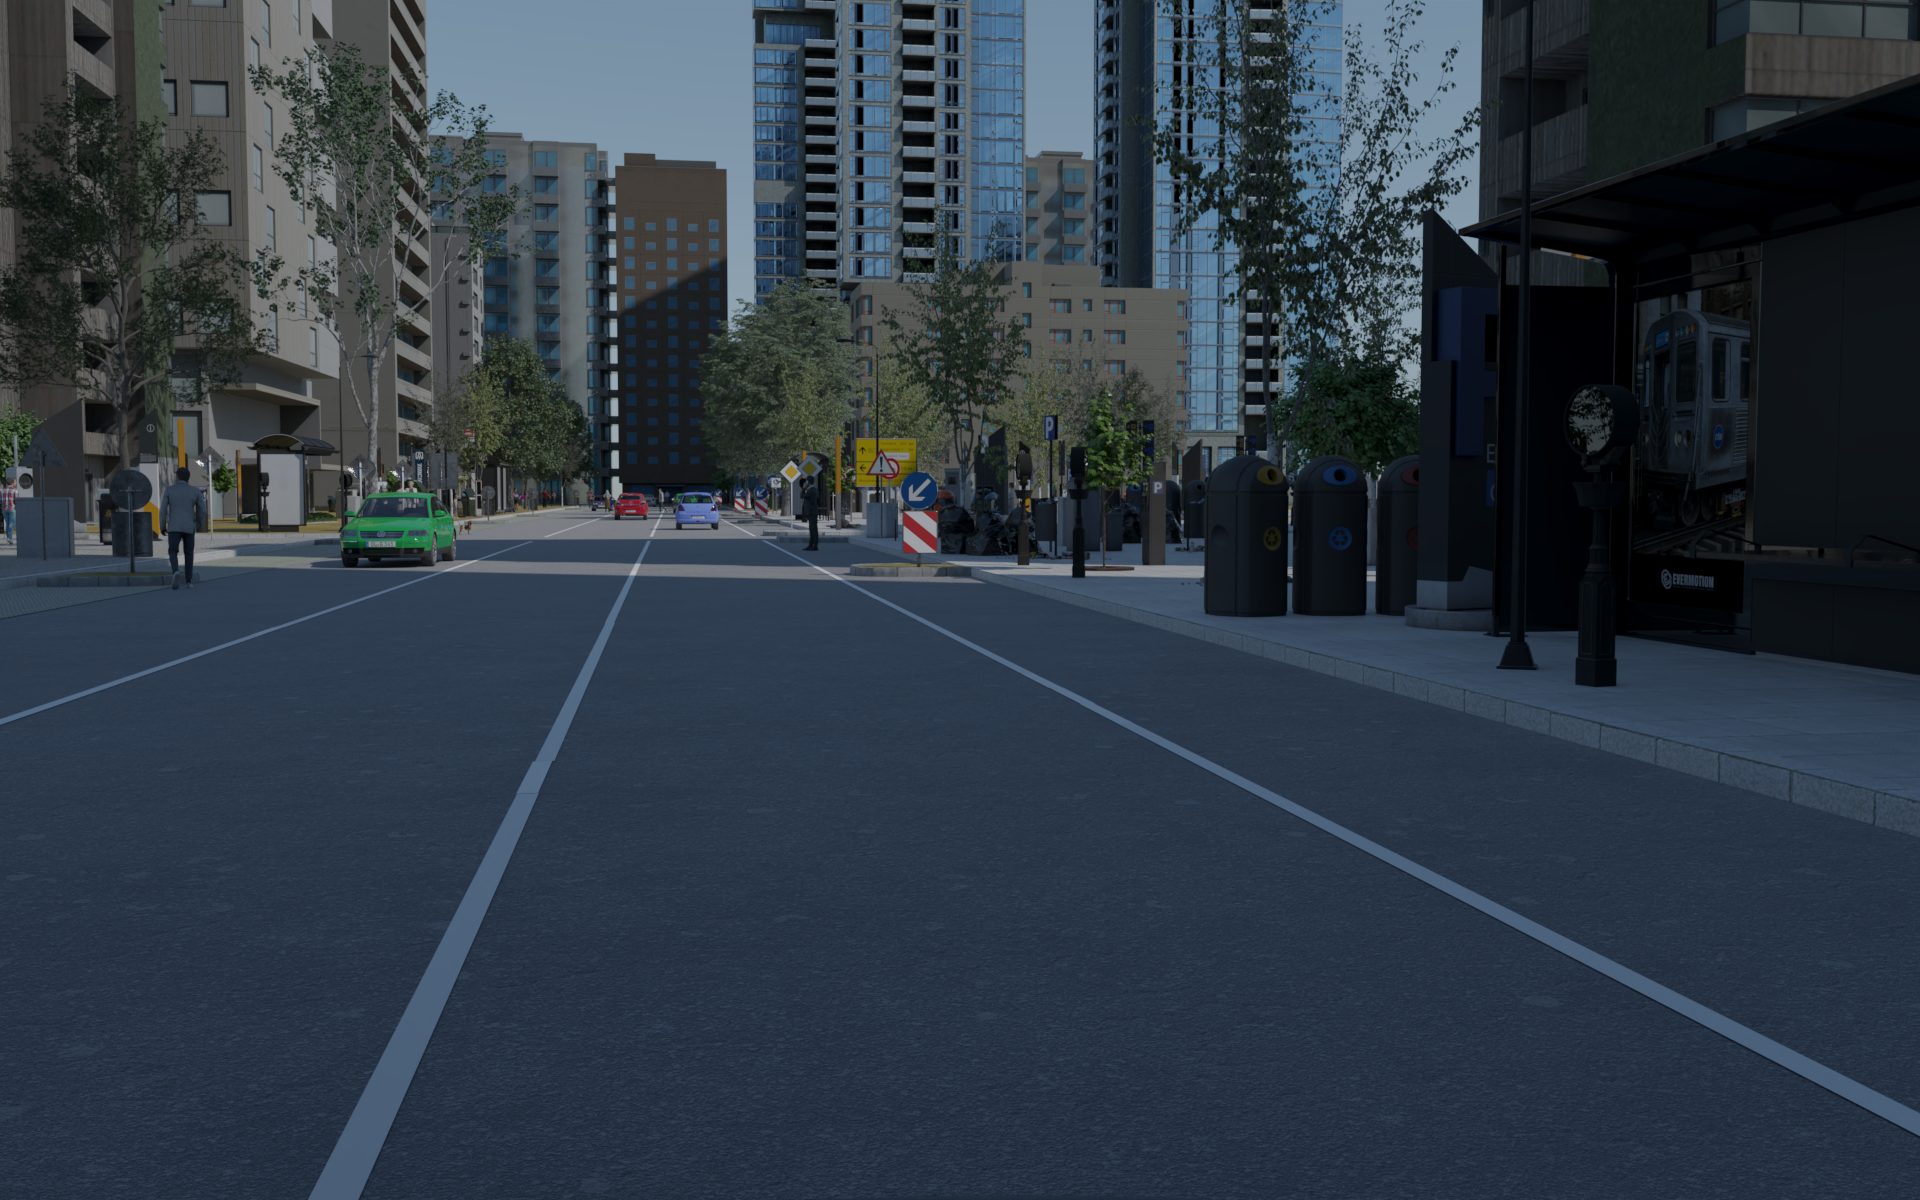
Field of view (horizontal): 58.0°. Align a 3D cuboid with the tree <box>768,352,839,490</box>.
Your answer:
[{"bbox_3d":[-8.202,-8.568,90.455,4.737,8.622,4.395,0,3,0],"label":"tree"}]

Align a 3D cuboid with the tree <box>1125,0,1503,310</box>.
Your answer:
[{"bbox_3d":[4.089,-4.332,21.196,4.360,8.622,3.978,0,3,0],"label":"tree"}]

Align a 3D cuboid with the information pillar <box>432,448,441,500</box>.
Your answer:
[{"bbox_3d":[-26.762,-5.945,88.552,0.504,3.616,0.183,1,4,10],"label":"information pillar"}]

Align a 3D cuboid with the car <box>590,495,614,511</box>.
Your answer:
[{"bbox_3d":[-30.010,-8.125,145.418,1.945,1.354,3.894,-1,4,-9],"label":"car"}]

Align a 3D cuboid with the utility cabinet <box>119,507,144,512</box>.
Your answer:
[{"bbox_3d":[-16.946,-1.638,35.468,0.318,1.500,1.173,-1,4,-17],"label":"utility cabinet"}]

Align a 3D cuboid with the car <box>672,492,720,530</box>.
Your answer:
[{"bbox_3d":[-10.722,-3.725,70.492,1.945,1.707,3.694,-1,4,-10],"label":"car"}]

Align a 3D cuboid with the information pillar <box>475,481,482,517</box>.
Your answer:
[{"bbox_3d":[-26.502,-5.556,95.335,0.304,2.012,0.304,-2,4,-27],"label":"information pillar"}]

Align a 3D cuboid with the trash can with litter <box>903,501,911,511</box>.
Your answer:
[{"bbox_3d":[-3.044,-5.625,103.358,0.624,1.170,1.055,0,4,2],"label":"trash can with litter"}]

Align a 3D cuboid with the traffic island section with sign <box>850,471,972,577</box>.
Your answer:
[{"bbox_3d":[-0.935,-1.362,30.889,1.989,1.847,2.006,-1,4,-9],"label":"traffic island section with sign"}]

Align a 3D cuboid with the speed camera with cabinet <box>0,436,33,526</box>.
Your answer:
[{"bbox_3d":[-32.148,-3.902,58.129,0.660,3.252,2.038,2,4,24],"label":"speed camera with cabinet"}]

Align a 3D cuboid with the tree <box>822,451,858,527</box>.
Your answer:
[{"bbox_3d":[-4.834,-4.476,67.778,1.663,3.219,1.824,0,3,0],"label":"tree"}]

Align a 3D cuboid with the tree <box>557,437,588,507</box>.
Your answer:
[{"bbox_3d":[-40.305,-13.815,176.232,4.360,8.622,3.978,0,3,0],"label":"tree"}]

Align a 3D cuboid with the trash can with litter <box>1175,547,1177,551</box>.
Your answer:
[{"bbox_3d":[5.701,-1.704,38.924,2.233,1.210,1.678,-2,4,-30],"label":"trash can with litter"}]

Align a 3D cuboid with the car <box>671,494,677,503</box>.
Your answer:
[{"bbox_3d":[-28.447,-10.275,177.040,2.155,1.783,4.494,0,4,-8],"label":"car"}]

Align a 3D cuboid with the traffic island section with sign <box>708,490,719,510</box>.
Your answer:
[{"bbox_3d":[-22.517,-9.290,160.518,1.989,1.847,2.006,-1,4,-9],"label":"traffic island section with sign"}]

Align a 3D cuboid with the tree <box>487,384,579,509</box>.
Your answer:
[{"bbox_3d":[-36.358,-12.856,144.604,8.767,10.594,7.601,-1,4,-23],"label":"tree"}]

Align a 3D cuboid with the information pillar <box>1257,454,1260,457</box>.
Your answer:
[{"bbox_3d":[17.336,-6.738,101.519,0.183,3.616,0.504,-3,5,-43],"label":"information pillar"}]

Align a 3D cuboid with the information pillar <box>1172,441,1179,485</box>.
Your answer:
[{"bbox_3d":[9.476,-5.198,76.334,0.183,3.616,0.504,-1,4,-22],"label":"information pillar"}]

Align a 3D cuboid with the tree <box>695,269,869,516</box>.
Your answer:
[{"bbox_3d":[-10.050,-11.781,99.272,9.857,13.997,8.962,0,3,0],"label":"tree"}]

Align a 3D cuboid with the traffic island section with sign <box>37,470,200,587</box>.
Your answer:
[{"bbox_3d":[-13.275,-1.155,27.515,1.989,1.847,2.006,-1,4,-9],"label":"traffic island section with sign"}]

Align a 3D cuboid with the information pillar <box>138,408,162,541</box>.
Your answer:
[{"bbox_3d":[-22.044,-3.411,47.122,0.504,3.616,0.183,0,4,-1],"label":"information pillar"}]

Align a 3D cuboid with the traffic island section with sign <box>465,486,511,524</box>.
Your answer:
[{"bbox_3d":[-22.402,-4.508,82.332,1.989,1.847,2.006,-1,4,-9],"label":"traffic island section with sign"}]

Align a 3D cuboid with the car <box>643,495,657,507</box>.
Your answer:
[{"bbox_3d":[-34.532,-10.946,191.322,2.083,1.381,4.827,-1,4,-9],"label":"car"}]

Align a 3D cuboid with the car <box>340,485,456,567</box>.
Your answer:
[{"bbox_3d":[-11.462,-1.632,35.484,1.959,1.807,4.718,-1,4,-9],"label":"car"}]

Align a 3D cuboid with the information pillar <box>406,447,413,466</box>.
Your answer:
[{"bbox_3d":[-27.478,-5.838,86.806,0.504,3.616,0.183,-1,4,-16],"label":"information pillar"}]

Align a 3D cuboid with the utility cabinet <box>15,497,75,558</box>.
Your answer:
[{"bbox_3d":[-18.518,-1.462,35.064,1.020,1.237,0.306,-1,4,-8],"label":"utility cabinet"}]

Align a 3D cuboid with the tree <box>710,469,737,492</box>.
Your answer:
[{"bbox_3d":[-28.301,-13.672,207.246,4.285,4.588,4.351,0,3,0],"label":"tree"}]

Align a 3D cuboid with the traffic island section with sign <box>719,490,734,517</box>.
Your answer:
[{"bbox_3d":[-14.276,-6.261,110.996,1.989,1.847,2.006,-1,4,-9],"label":"traffic island section with sign"}]

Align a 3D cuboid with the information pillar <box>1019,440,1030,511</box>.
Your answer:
[{"bbox_3d":[2.768,-5.107,74.859,0.504,3.616,0.183,0,4,-7],"label":"information pillar"}]

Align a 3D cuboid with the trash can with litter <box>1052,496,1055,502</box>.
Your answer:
[{"bbox_3d":[6.869,-7.359,131.699,0.624,1.170,1.055,0,4,-2],"label":"trash can with litter"}]

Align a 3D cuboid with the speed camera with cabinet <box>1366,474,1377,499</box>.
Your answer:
[{"bbox_3d":[20.566,-5.511,84.440,2.038,3.252,0.660,3,4,36],"label":"speed camera with cabinet"}]

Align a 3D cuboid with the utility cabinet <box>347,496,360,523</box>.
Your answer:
[{"bbox_3d":[-21.118,-3.016,60.477,0.306,1.237,1.020,0,4,-6],"label":"utility cabinet"}]

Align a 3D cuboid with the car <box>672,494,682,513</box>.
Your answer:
[{"bbox_3d":[-20.689,-7.436,130.370,1.959,1.807,4.718,-1,4,-11],"label":"car"}]

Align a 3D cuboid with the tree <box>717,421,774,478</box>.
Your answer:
[{"bbox_3d":[-16.057,-12.638,141.041,8.767,10.594,7.601,0,4,6],"label":"tree"}]

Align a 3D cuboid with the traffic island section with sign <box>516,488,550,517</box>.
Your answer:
[{"bbox_3d":[-26.820,-6.134,108.924,1.989,1.847,2.006,-1,4,-9],"label":"traffic island section with sign"}]

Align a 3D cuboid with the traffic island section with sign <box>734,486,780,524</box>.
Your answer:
[{"bbox_3d":[-9.842,-4.635,84.406,1.989,1.847,2.006,-1,4,-9],"label":"traffic island section with sign"}]

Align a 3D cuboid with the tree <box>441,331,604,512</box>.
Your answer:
[{"bbox_3d":[-31.661,-12.509,121.528,9.611,12.733,9.660,0,3,0],"label":"tree"}]

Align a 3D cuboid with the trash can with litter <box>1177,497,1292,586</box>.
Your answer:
[{"bbox_3d":[4.332,-0.838,24.753,2.233,1.210,1.678,1,4,12],"label":"trash can with litter"}]

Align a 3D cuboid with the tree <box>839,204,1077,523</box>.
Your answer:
[{"bbox_3d":[0.030,-5.713,43.777,4.737,8.622,4.395,0,3,0],"label":"tree"}]

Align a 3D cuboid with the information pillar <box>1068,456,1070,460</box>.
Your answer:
[{"bbox_3d":[6.063,-6.338,94.973,0.183,3.616,0.504,2,4,26],"label":"information pillar"}]

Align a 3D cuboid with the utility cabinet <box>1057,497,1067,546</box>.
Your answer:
[{"bbox_3d":[2.918,-1.941,42.900,1.020,1.237,0.306,-2,4,-28],"label":"utility cabinet"}]

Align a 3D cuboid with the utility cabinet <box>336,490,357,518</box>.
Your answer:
[{"bbox_3d":[-31.714,-4.944,89.510,1.173,1.500,0.318,2,4,26],"label":"utility cabinet"}]

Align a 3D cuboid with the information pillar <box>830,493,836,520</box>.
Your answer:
[{"bbox_3d":[-6.208,-4.938,85.228,0.304,2.012,0.304,-3,4,-37],"label":"information pillar"}]

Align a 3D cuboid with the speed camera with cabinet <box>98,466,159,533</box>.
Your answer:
[{"bbox_3d":[-27.393,-3.834,57.014,2.038,3.252,0.660,1,4,18],"label":"speed camera with cabinet"}]

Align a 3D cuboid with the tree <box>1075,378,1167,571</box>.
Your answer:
[{"bbox_3d":[2.381,-2.107,29.051,1.663,3.219,1.824,0,3,0],"label":"tree"}]

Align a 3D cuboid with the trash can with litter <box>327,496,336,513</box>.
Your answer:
[{"bbox_3d":[-43.286,-6.634,119.852,1.055,1.170,0.624,2,4,31],"label":"trash can with litter"}]

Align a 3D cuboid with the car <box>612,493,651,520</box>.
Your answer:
[{"bbox_3d":[-18.259,-5.333,96.235,2.155,1.783,4.494,-1,4,-9],"label":"car"}]

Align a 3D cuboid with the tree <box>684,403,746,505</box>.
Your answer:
[{"bbox_3d":[-26.136,-17.570,197.637,12.009,13.543,11.850,0,3,0],"label":"tree"}]

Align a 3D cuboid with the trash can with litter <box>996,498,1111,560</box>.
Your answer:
[{"bbox_3d":[1.938,-1.415,34.196,2.233,1.210,1.678,3,5,41],"label":"trash can with litter"}]

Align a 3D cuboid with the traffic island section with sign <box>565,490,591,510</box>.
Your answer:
[{"bbox_3d":[-35.076,-9.163,158.443,1.989,1.847,2.006,-1,4,-9],"label":"traffic island section with sign"}]

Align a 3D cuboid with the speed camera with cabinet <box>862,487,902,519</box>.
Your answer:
[{"bbox_3d":[-4.030,-5.821,89.513,2.038,3.252,0.660,-2,4,-30],"label":"speed camera with cabinet"}]

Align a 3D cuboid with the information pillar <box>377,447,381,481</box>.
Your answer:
[{"bbox_3d":[-28.889,-5.791,86.040,0.504,3.616,0.183,3,5,42],"label":"information pillar"}]

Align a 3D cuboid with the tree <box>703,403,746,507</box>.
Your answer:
[{"bbox_3d":[-21.182,-14.866,168.814,9.928,11.665,9.643,0,3,0],"label":"tree"}]

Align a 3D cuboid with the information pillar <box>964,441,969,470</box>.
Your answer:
[{"bbox_3d":[0.268,-5.226,76.795,0.183,3.616,0.504,1,4,16],"label":"information pillar"}]
